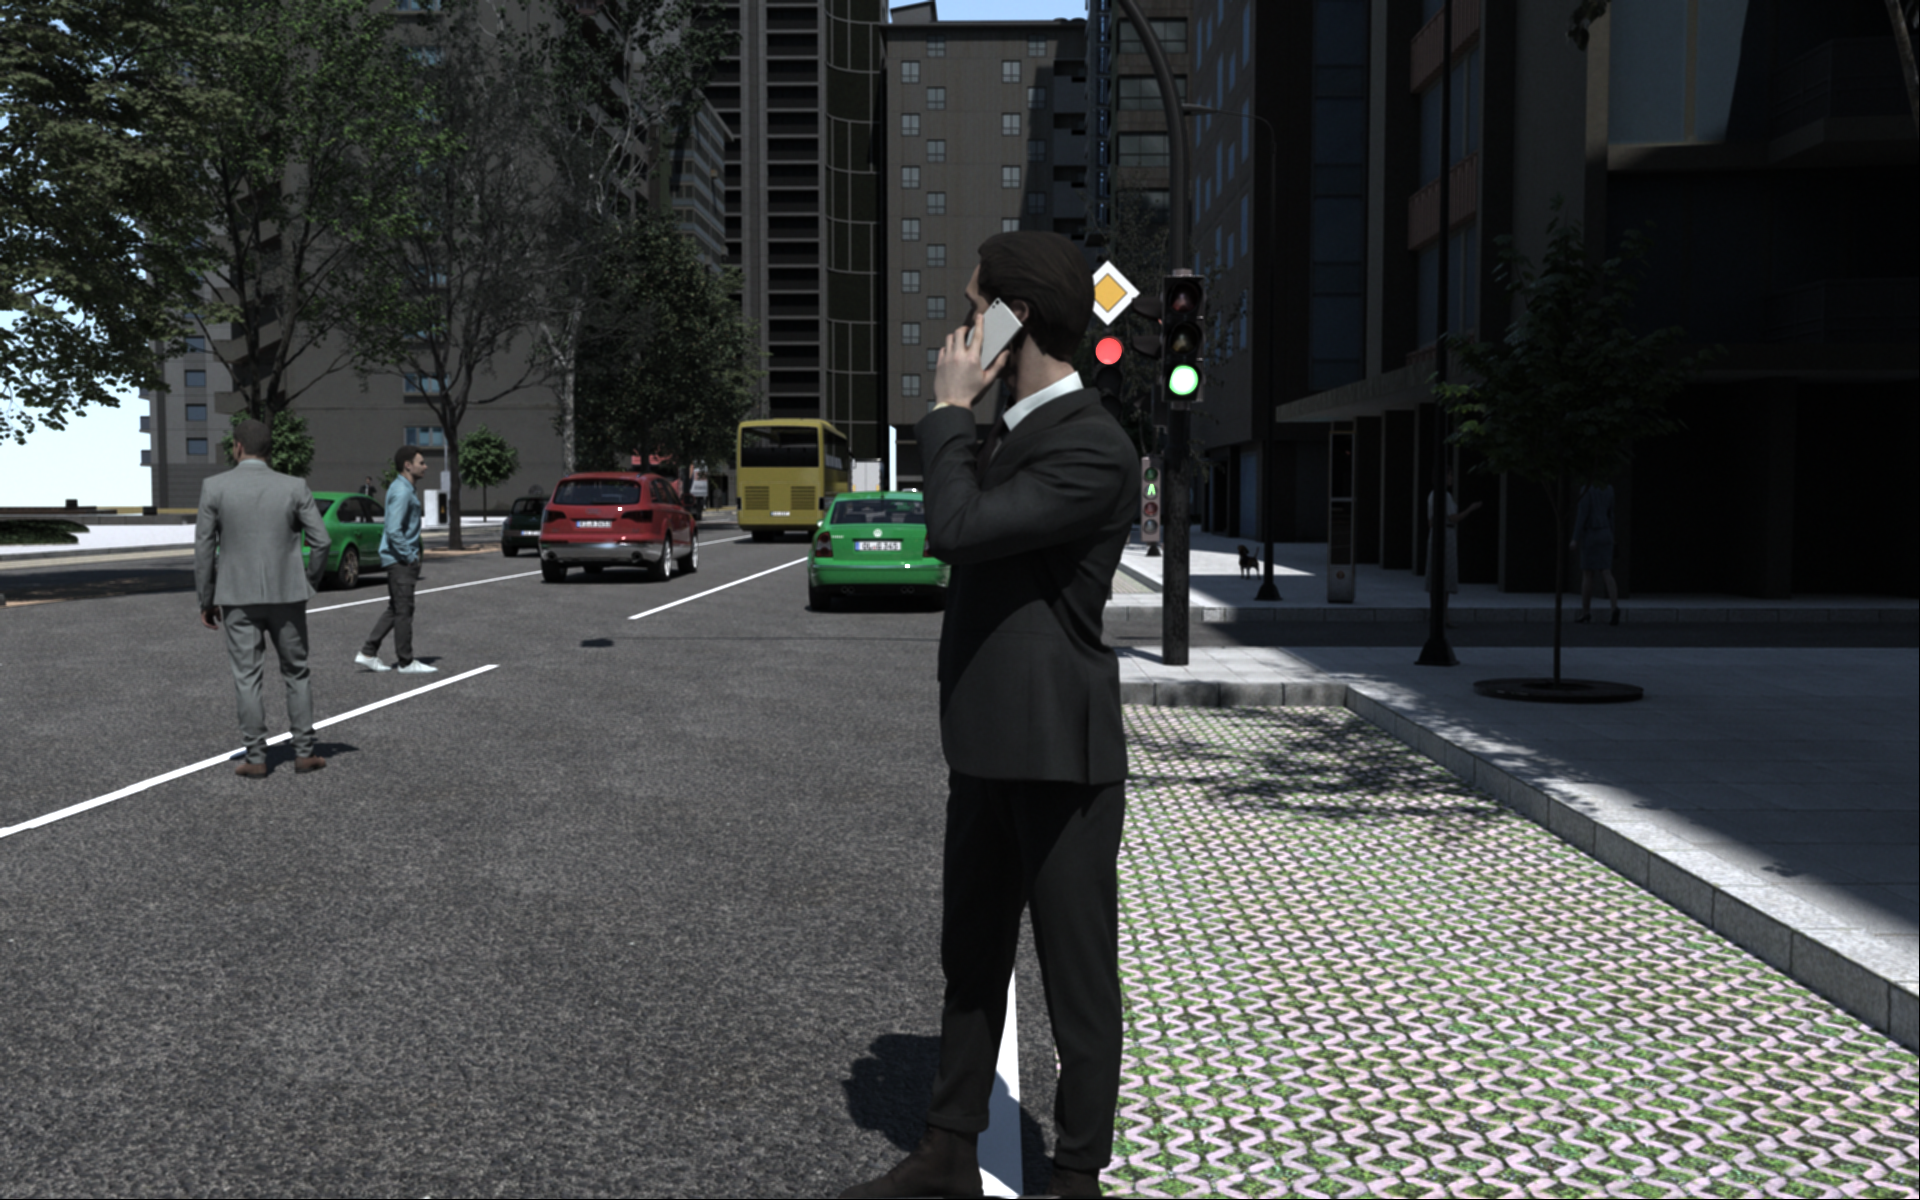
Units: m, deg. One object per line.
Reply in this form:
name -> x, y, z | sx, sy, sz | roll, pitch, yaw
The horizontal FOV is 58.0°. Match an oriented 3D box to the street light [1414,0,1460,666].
street light -> 3.058, -2.468, 12.901 | 1.470, 5.913, 1.316 | 0, 4, 1

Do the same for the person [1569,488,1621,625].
person -> 6.992, -0.641, 19.008 | 0.581, 1.822, 0.654 | 0, 4, -7

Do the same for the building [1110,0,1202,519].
building -> 14.263, -19.161, 84.991 | 14.160, 30.474, 14.107 | 0, 4, 1

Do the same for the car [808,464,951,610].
car -> -0.965, -0.856, 22.790 | 1.959, 1.807, 4.718 | 0, 4, 0

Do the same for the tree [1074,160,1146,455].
tree -> 4.274, -5.384, 38.384 | 4.360, 8.622, 3.978 | 0, 3, 0

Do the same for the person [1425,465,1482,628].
person -> 5.266, -0.583, 18.599 | 0.524, 1.755, 0.480 | -1, 4, -15

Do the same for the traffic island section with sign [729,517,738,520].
traffic island section with sign -> -11.662, -5.381, 96.121 | 2.006, 1.907, 1.989 | 0, 4, 1

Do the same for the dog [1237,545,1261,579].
dog -> 4.355, -0.571, 26.165 | 0.540, 0.507, 0.406 | 3, 4, 36

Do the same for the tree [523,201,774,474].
tree -> -12.285, -9.054, 67.491 | 9.611, 12.733, 9.660 | 0, 3, 0

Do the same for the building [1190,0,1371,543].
building -> 14.628, -24.509, 50.826 | 14.600, 45.320, 14.200 | 0, 4, 1

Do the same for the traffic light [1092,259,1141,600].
traffic light -> 1.755, -1.958, 20.926 | 0.839, 4.253, 0.868 | 0, 4, 1

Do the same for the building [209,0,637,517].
building -> -32.867, -29.553, 106.900 | 21.300, 48.544, 21.600 | 0, 4, 1

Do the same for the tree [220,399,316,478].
tree -> -23.622, -4.624, 59.322 | 4.285, 4.588, 4.351 | 0, 3, 0

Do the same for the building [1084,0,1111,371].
building -> 19.953, -51.373, 152.612 | 22.319, 86.520, 31.000 | 0, 4, 1

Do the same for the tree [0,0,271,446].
tree -> -13.386, -6.289, 23.403 | 7.486, 12.596, 7.792 | 0, 3, 0

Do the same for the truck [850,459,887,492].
truck -> -7.542, -9.426, 143.029 | 2.839, 4.237, 11.283 | 0, 4, -1

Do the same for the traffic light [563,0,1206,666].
traffic light -> -0.497, -2.335, 12.843 | 4.771, 5.953, 1.251 | 0, 4, 1

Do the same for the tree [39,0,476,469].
tree -> -13.018, -6.361, 32.216 | 9.928, 11.665, 9.643 | 0, 3, 0

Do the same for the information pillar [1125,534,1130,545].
information pillar -> 4.150, -2.407, 43.841 | 0.304, 2.012, 0.304 | 1, 4, 10

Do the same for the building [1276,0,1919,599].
building -> 20.599, -22.904, 29.112 | 28.867, 44.769, 22.147 | 0, 4, 1

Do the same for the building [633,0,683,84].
building -> -43.021, -39.799, 192.720 | 28.212, 58.520, 21.231 | 0, 4, 1

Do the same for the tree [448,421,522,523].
tree -> -21.499, -5.762, 77.929 | 4.285, 4.588, 4.351 | 0, 3, 0

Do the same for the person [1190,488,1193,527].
person -> 8.838, -3.759, 67.359 | 0.748, 1.841, 0.638 | -2, 4, -30

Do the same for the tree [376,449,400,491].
tree -> -23.980, -4.877, 74.332 | 1.663, 3.219, 1.824 | 0, 3, 0

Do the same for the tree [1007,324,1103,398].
tree -> 6.289, -11.370, 104.026 | 7.486, 12.596, 7.792 | 0, 3, 0

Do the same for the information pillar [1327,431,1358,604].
information pillar -> 4.494, -0.970, 20.350 | 0.304, 2.012, 0.304 | 1, 4, 18

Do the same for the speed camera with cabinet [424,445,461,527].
speed camera with cabinet -> -20.571, -4.560, 68.889 | 0.660, 3.252, 2.038 | 1, 4, 11

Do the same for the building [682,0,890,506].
building -> -18.643, -46.005, 190.439 | 20.611, 71.187, 20.563 | 0, 4, 1

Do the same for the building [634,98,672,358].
building -> -29.011, -21.624, 125.260 | 14.160, 30.474, 14.107 | 0, 4, 1

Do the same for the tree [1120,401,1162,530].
tree -> 5.709, -4.789, 62.011 | 4.285, 4.588, 4.351 | 0, 3, 0

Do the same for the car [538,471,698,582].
car -> -5.795, -1.293, 29.815 | 2.281, 1.827, 5.304 | 0, 4, -1

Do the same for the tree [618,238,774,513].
tree -> -12.108, -9.513, 76.125 | 7.486, 12.596, 7.792 | 0, 3, 0

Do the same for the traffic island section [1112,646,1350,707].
traffic island section -> 1.636, 0.564, 13.056 | 2.009, 0.180, 2.903 | 0, 4, 1

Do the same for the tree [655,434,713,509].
tree -> -19.571, -10.002, 113.902 | 4.737, 8.622, 4.395 | 0, 3, 0

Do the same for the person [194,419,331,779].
person -> -3.541, -0.013, 8.810 | 0.635, 1.810, 0.391 | -2, 4, -33

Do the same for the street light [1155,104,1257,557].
street light -> 3.192, -2.952, 20.809 | 1.470, 5.913, 1.316 | 0, 4, 1

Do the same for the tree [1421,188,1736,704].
tree -> 3.819, -1.012, 11.145 | 1.663, 3.219, 1.824 | 0, 3, 0

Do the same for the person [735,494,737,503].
person -> -20.496, -9.312, 159.075 | 0.721, 1.735, 1.217 | -1, 4, -14

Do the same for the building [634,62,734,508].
building -> -33.515, -28.330, 155.077 | 23.993, 40.220, 32.217 | 0, 4, 1

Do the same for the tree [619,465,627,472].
tree -> -20.115, -6.607, 102.624 | 1.663, 3.219, 1.824 | 0, 3, 0

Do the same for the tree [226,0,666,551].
tree -> -12.714, -7.974, 43.203 | 12.009, 13.543, 11.850 | 0, 3, 0

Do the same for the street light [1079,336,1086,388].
street light -> 3.822, -4.777, 50.650 | 1.470, 5.913, 1.316 | 0, 4, 1

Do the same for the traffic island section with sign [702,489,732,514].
traffic island section with sign -> -17.292, -7.020, 123.397 | 1.989, 1.847, 2.006 | 0, 4, 1

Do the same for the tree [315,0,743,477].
tree -> -13.766, -12.095, 56.100 | 12.611, 20.169, 13.585 | 0, 3, 0

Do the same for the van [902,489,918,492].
van -> -3.971, -8.054, 138.700 | 2.013, 2.044, 4.112 | 0, 4, 0

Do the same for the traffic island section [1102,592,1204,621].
traffic island section -> 1.795, 0.076, 21.040 | 2.009, 0.180, 2.903 | 0, 4, 1

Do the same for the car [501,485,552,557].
car -> -9.478, -1.902, 40.879 | 2.009, 1.686, 4.222 | 0, 4, 3

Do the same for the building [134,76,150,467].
building -> -59.704, -37.832, 160.559 | 28.212, 58.520, 21.231 | 0, 4, 1

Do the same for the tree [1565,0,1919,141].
tree -> 3.268, -3.383, 5.680 | 4.360, 8.622, 3.978 | 0, 3, 0

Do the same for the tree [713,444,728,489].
tree -> -19.989, -11.410, 136.923 | 4.737, 8.622, 4.395 | 0, 3, 0

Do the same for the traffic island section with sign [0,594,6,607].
traffic island section with sign -> -13.149, -0.787, 20.997 | 2.006, 1.907, 1.989 | 0, 4, 1

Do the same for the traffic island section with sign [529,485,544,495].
traffic island section with sign -> -18.256, -4.013, 74.247 | 1.989, 1.847, 2.006 | 0, 4, 1

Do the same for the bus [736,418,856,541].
bus -> -5.150, -3.917, 55.596 | 2.896, 3.916, 12.252 | 0, 3, 0

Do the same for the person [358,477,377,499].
person -> -21.536, -3.519, 62.940 | 0.648, 1.900, 0.474 | -3, 5, -45

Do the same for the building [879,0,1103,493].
building -> 5.619, -37.018, 194.485 | 27.495, 52.752, 28.713 | 0, 4, 1

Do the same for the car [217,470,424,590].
car -> -9.903, -1.124, 27.178 | 1.959, 1.807, 4.718 | 0, 4, 2

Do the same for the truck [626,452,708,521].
truck -> -15.004, -6.151, 89.483 | 2.839, 4.237, 11.283 | 0, 4, -1

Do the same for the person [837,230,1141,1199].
person -> 0.069, 0.283, 3.231 | 0.474, 1.900, 0.648 | -1, 4, -22

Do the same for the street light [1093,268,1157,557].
street light -> 3.450, -3.852, 35.518 | 1.470, 5.913, 1.316 | 0, 4, 1

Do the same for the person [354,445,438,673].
person -> -4.537, -0.328, 13.883 | 0.620, 1.820, 0.660 | -2, 4, -24
